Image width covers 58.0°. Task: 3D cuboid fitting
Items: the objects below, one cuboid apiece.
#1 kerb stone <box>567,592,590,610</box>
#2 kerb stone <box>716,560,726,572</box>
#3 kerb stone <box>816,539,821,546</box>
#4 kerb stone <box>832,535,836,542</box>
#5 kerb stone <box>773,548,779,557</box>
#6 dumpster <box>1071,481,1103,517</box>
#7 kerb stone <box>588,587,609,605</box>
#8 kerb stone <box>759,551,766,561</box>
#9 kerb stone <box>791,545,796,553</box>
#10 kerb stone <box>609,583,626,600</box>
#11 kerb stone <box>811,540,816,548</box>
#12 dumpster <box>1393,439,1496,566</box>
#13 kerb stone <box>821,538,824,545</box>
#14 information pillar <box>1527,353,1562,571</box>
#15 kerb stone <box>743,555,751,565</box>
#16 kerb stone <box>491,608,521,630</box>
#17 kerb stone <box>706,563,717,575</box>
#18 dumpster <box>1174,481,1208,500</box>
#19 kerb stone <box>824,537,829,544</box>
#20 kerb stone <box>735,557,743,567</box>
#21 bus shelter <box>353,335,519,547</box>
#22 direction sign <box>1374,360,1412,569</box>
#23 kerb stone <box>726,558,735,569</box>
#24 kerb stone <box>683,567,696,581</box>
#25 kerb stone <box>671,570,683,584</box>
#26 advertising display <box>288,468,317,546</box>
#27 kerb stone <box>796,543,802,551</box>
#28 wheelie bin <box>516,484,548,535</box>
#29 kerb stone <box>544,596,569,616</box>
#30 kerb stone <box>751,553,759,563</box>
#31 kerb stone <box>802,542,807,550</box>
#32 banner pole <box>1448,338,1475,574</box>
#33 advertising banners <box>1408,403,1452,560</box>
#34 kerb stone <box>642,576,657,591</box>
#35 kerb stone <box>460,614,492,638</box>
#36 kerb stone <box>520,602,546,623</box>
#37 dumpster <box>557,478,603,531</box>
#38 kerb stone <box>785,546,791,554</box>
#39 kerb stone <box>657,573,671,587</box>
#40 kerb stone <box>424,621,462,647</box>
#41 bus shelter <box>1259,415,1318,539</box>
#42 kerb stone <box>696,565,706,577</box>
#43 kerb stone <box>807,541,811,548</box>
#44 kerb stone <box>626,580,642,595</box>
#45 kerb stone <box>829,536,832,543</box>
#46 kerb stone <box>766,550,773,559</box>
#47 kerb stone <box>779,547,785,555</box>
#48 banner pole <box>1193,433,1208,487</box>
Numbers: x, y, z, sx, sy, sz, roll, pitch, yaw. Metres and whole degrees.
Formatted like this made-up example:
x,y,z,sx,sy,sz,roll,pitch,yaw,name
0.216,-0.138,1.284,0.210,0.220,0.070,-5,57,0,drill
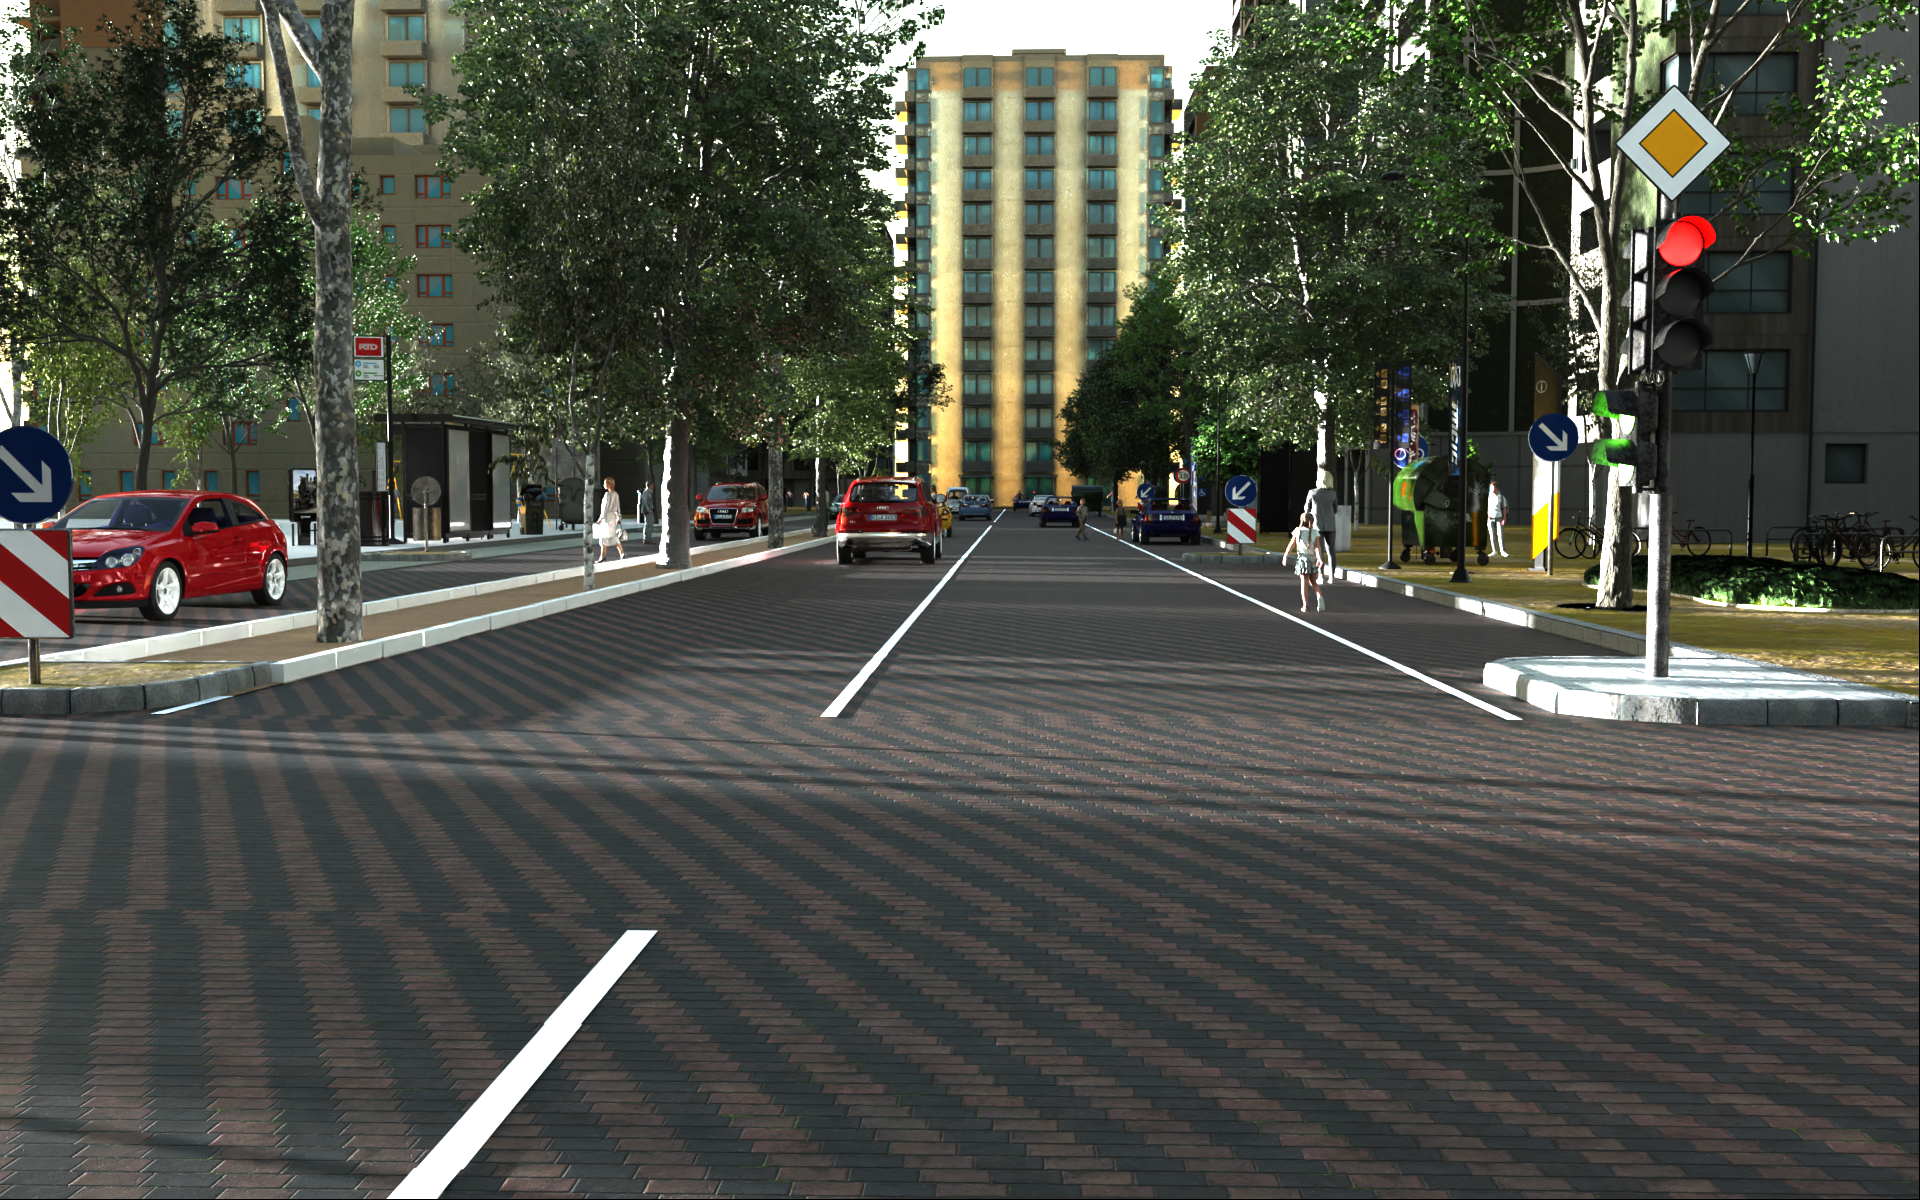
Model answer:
x,y,z,sx,sy,sz,roll,pitch,yaw,name
-4.870,0.025,21.784,0.120,0.150,1.000,0,4,2,kerb stone
-4.521,-0.602,32.044,0.120,0.150,1.000,0,4,2,kerb stone
-4.000,-1.540,47.381,0.120,0.150,1.000,0,4,2,kerb stone
-3.867,-1.782,51.483,0.120,0.150,1.000,0,4,2,kerb stone
-4.286,-1.040,39.202,0.120,0.150,1.000,0,4,2,kerb stone
7.983,-6.353,108.821,1.985,2.255,1.502,0,4,1,dumpster
-4.835,-0.038,22.817,0.120,0.150,1.000,0,4,2,kerb stone
-4.351,-0.911,37.159,0.120,0.150,1.000,0,4,2,kerb stone
-4.178,-1.227,42.267,0.120,0.150,1.000,0,4,2,kerb stone
-4.804,-0.101,23.839,0.120,0.150,1.000,0,4,2,kerb stone
-4.042,-1.478,46.359,0.120,0.150,1.000,0,4,2,kerb stone
8.867,-1.791,31.783,1.502,2.255,1.985,0,4,2,dumpster
-3.979,-1.603,48.403,0.120,0.150,1.000,0,4,2,kerb stone
9.713,-2.285,28.711,0.183,3.616,0.504,-3,4,-37,information pillar
-4.422,-0.784,35.115,0.120,0.150,1.000,0,4,2,kerb stone
-4.969,0.214,18.700,0.120,0.150,1.000,0,4,2,kerb stone
-4.551,-0.537,31.022,0.120,0.150,1.000,0,4,2,kerb stone
11.506,-5.124,86.269,1.502,2.255,1.985,0,4,2,dumpster
-3.932,-1.666,49.435,0.120,0.150,1.000,0,4,2,kerb stone
-4.458,-0.725,34.094,0.120,0.150,1.000,0,4,2,kerb stone
-14.173,-4.215,46.551,2.179,5.291,8.768,0,4,2,bus shelter
7.380,-2.301,29.613,0.379,3.537,0.876,-2,4,-29,direction sign
-4.494,-0.665,33.068,0.120,0.150,1.000,0,4,2,kerb stone
-4.616,-0.415,28.978,0.120,0.150,1.000,0,4,2,kerb stone
-4.668,-0.350,27.948,0.120,0.150,1.000,0,4,2,kerb stone
-16.420,-2.330,43.315,0.123,1.923,0.974,1,4,17,advertising display
-4.143,-1.290,43.291,0.120,0.150,1.000,0,4,2,kerb stone
-13.514,-2.869,54.817,0.980,1.594,0.693,-2,4,-33,wheelie bin
-4.907,0.088,20.757,0.120,0.150,1.000,0,4,2,kerb stone
-4.383,-0.853,36.137,0.120,0.150,1.000,0,4,2,kerb stone
-4.110,-1.351,44.314,0.120,0.150,1.000,0,4,2,kerb stone
8.075,-2.327,28.061,0.401,3.779,0.863,-1,4,-8,banner pole
9.257,-2.319,34.111,0.090,3.025,2.074,3,5,43,advertising banners
-4.729,-0.223,25.898,0.120,0.150,1.000,0,4,2,kerb stone
-5.013,0.278,17.675,0.120,0.150,1.000,0,4,2,kerb stone
-4.938,0.157,19.722,0.120,0.150,1.000,0,4,2,kerb stone
-13.468,-3.400,61.341,1.264,1.857,1.865,0,4,2,dumpster
-4.215,-1.165,41.245,0.120,0.150,1.000,0,4,2,kerb stone
-4.696,-0.283,26.925,0.120,0.150,1.000,0,4,2,kerb stone
-5.034,0.339,16.650,0.120,0.150,1.000,0,4,2,kerb stone
10.110,-3.775,52.996,1.731,3.624,6.357,0,4,2,bus shelter
-4.593,-0.477,30.001,0.120,0.150,1.000,0,4,2,kerb stone
-4.083,-1.415,45.335,0.120,0.150,1.000,0,4,2,kerb stone
-4.771,-0.162,24.867,0.120,0.150,1.000,0,4,2,kerb stone
-3.905,-1.729,50.457,0.120,0.150,1.000,0,4,2,kerb stone
-4.312,-0.974,38.180,0.120,0.150,1.000,0,4,2,kerb stone
-4.253,-1.100,40.224,0.120,0.150,1.000,0,4,2,kerb stone
9.764,-4.942,70.821,0.863,3.779,0.401,-1,4,-20,banner pole
